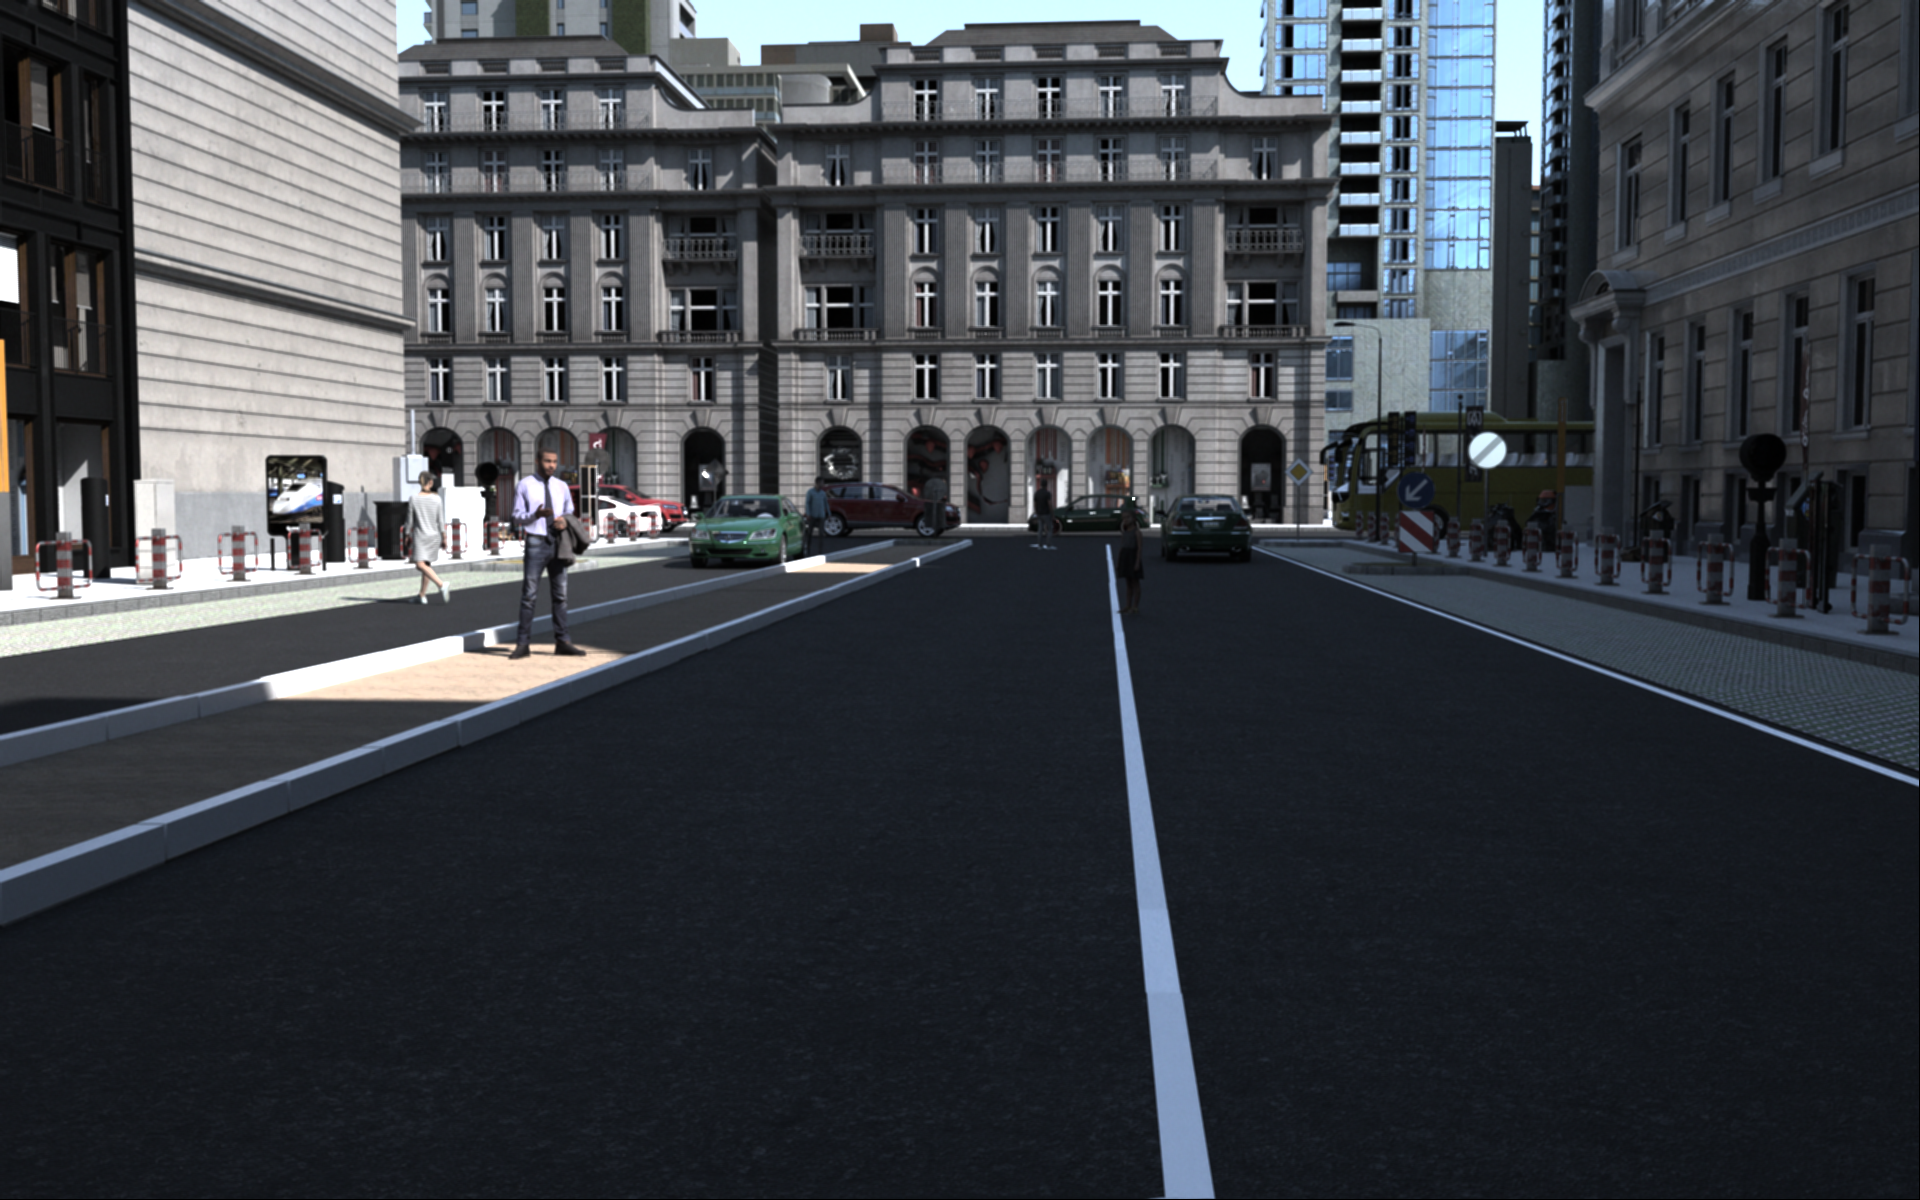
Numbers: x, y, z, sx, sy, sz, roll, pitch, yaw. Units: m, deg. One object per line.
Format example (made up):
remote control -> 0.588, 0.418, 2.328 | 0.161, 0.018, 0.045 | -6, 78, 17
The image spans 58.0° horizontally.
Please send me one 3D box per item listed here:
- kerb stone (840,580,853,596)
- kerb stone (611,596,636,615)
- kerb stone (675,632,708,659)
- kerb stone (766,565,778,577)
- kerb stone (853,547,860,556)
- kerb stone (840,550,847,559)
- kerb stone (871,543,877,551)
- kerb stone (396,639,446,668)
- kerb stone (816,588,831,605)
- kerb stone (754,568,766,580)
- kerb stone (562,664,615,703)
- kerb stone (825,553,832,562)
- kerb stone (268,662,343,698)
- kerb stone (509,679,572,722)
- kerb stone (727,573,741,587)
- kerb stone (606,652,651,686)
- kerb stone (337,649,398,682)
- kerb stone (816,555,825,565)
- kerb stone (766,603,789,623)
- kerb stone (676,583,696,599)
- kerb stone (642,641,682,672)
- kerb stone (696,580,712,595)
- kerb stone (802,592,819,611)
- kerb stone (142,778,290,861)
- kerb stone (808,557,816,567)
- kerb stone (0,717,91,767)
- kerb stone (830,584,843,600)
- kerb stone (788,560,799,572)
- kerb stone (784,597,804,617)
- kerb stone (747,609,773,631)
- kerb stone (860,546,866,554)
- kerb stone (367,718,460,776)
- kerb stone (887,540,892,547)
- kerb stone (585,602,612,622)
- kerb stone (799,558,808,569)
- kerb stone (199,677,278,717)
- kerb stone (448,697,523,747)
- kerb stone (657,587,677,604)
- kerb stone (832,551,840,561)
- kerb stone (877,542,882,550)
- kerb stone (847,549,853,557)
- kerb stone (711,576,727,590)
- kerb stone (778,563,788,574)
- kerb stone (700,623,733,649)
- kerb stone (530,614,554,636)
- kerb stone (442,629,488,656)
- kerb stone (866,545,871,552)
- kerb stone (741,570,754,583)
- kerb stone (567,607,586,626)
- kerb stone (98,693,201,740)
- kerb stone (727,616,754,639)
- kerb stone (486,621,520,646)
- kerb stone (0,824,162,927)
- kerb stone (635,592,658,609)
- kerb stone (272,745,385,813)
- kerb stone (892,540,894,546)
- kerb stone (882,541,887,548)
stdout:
kerb stone -> -1.682, -0.149, 24.627 | 0.120, 0.150, 1.000 | 0, 4, 5
kerb stone -> -4.105, 0.087, 20.769 | 0.120, 0.150, 1.000 | 0, 4, 5
kerb stone -> -2.436, 0.421, 15.428 | 0.120, 0.150, 1.000 | 0, 4, 5
kerb stone -> -3.347, -0.476, 29.972 | 0.120, 0.150, 1.000 | 0, 4, 5
kerb stone -> -2.517, -1.098, 40.210 | 0.120, 0.150, 1.000 | 0, 4, 5
kerb stone -> -2.682, -0.977, 38.167 | 0.120, 0.150, 1.000 | 0, 4, 5
kerb stone -> -2.270, -1.283, 43.282 | 0.120, 0.150, 1.000 | 0, 4, 5
kerb stone -> -4.608, 0.466, 14.618 | 0.120, 0.150, 1.000 | 0, 4, 5
kerb stone -> -1.848, -0.024, 22.583 | 0.120, 0.150, 1.000 | 0, 4, 5
kerb stone -> -3.443, -0.409, 28.950 | 0.120, 0.150, 1.000 | 0, 4, 5
kerb stone -> -2.683, 0.601, 12.365 | 0.120, 0.150, 1.000 | 0, 4, 5
kerb stone -> -2.851, -0.851, 36.114 | 0.120, 0.150, 1.000 | 0, 4, 5
kerb stone -> -4.776, 0.589, 12.565 | 0.120, 0.150, 1.000 | 0, 4, 5
kerb stone -> -2.766, 0.664, 11.337 | 0.120, 0.150, 1.000 | 0, 4, 5
kerb stone -> -3.601, -0.285, 26.896 | 0.120, 0.150, 1.000 | 0, 4, 5
kerb stone -> -2.599, 0.539, 13.386 | 0.120, 0.150, 1.000 | 0, 4, 5
kerb stone -> -4.698, 0.528, 13.597 | 0.120, 0.150, 1.000 | 0, 4, 5
kerb stone -> -2.935, -0.789, 35.093 | 0.120, 0.150, 1.000 | 0, 4, 5
kerb stone -> -2.101, 0.164, 19.516 | 0.120, 0.150, 1.000 | 0, 4, 5
kerb stone -> -3.849, -0.100, 23.833 | 0.120, 0.150, 1.000 | 0, 4, 5
kerb stone -> -2.513, 0.478, 14.406 | 0.120, 0.150, 1.000 | 0, 4, 5
kerb stone -> -3.761, -0.163, 24.853 | 0.120, 0.150, 1.000 | 0, 4, 5
kerb stone -> -1.927, 0.039, 21.557 | 0.120, 0.150, 1.000 | 0, 4, 5
kerb stone -> -3.107, 0.914, 7.249 | 0.120, 0.150, 1.000 | 0, 4, 5
kerb stone -> -3.018, -0.726, 34.070 | 0.120, 0.150, 1.000 | 0, 4, 5
kerb stone -> -5.023, 0.777, 9.493 | 0.120, 0.150, 1.000 | 0, 4, 5
kerb stone -> -1.766, -0.078, 23.606 | 0.120, 0.150, 1.000 | 0, 4, 5
kerb stone -> -3.180, -0.601, 32.028 | 0.120, 0.150, 1.000 | 0, 4, 5
kerb stone -> -2.020, 0.101, 20.537 | 0.120, 0.150, 1.000 | 0, 4, 5
kerb stone -> -2.180, 0.229, 18.495 | 0.120, 0.150, 1.000 | 0, 4, 5
kerb stone -> -2.435, -1.164, 41.231 | 0.120, 0.150, 1.000 | 0, 4, 5
kerb stone -> -2.942, 0.789, 9.294 | 0.120, 0.150, 1.000 | 0, 4, 5
kerb stone -> -2.016, -1.477, 46.350 | 0.120, 0.150, 1.000 | 0, 4, 5
kerb stone -> -4.189, 0.151, 19.735 | 0.120, 0.150, 1.000 | 0, 4, 5
kerb stone -> -3.103, -0.664, 33.049 | 0.120, 0.150, 1.000 | 0, 4, 5
kerb stone -> -4.855, 0.658, 11.535 | 0.120, 0.150, 1.000 | 0, 4, 5
kerb stone -> -2.847, 0.727, 10.316 | 0.120, 0.150, 1.000 | 0, 4, 5
kerb stone -> -3.940, -0.034, 22.813 | 0.120, 0.150, 1.000 | 0, 4, 5
kerb stone -> -2.764, -0.911, 37.139 | 0.120, 0.150, 1.000 | 0, 4, 5
kerb stone -> -2.186, -1.352, 44.302 | 0.120, 0.150, 1.000 | 0, 4, 5
kerb stone -> -2.598, -1.038, 39.189 | 0.120, 0.150, 1.000 | 0, 4, 5
kerb stone -> -3.687, -0.225, 25.875 | 0.120, 0.150, 1.000 | 0, 4, 5
kerb stone -> -3.267, -0.537, 31.000 | 0.120, 0.150, 1.000 | 0, 4, 5
kerb stone -> -2.342, 0.352, 16.447 | 0.120, 0.150, 1.000 | 0, 4, 5
kerb stone -> -4.353, 0.275, 17.693 | 0.120, 0.150, 1.000 | 0, 4, 5
kerb stone -> -4.523, 0.402, 15.640 | 0.120, 0.150, 1.000 | 0, 4, 5
kerb stone -> -2.352, -1.227, 42.256 | 0.120, 0.150, 1.000 | 0, 4, 5
kerb stone -> -3.516, -0.351, 27.927 | 0.120, 0.150, 1.000 | 0, 4, 5
kerb stone -> -4.273, 0.213, 18.714 | 0.120, 0.150, 1.000 | 0, 4, 5
kerb stone -> -4.943, 0.714, 10.514 | 0.120, 0.150, 1.000 | 0, 4, 5
kerb stone -> -2.269, 0.294, 17.475 | 0.120, 0.150, 1.000 | 0, 4, 5
kerb stone -> -4.446, 0.342, 16.666 | 0.120, 0.150, 1.000 | 0, 4, 5
kerb stone -> -3.185, 0.977, 6.224 | 0.120, 0.150, 1.000 | 0, 4, 5
kerb stone -> -4.015, 0.025, 21.791 | 0.120, 0.150, 1.000 | 0, 4, 5
kerb stone -> -3.023, 0.854, 8.273 | 0.120, 0.150, 1.000 | 0, 4, 5
kerb stone -> -1.929, -1.540, 47.371 | 0.120, 0.150, 1.000 | 0, 4, 5
kerb stone -> -2.096, -1.415, 45.329 | 0.120, 0.150, 1.000 | 0, 4, 5
